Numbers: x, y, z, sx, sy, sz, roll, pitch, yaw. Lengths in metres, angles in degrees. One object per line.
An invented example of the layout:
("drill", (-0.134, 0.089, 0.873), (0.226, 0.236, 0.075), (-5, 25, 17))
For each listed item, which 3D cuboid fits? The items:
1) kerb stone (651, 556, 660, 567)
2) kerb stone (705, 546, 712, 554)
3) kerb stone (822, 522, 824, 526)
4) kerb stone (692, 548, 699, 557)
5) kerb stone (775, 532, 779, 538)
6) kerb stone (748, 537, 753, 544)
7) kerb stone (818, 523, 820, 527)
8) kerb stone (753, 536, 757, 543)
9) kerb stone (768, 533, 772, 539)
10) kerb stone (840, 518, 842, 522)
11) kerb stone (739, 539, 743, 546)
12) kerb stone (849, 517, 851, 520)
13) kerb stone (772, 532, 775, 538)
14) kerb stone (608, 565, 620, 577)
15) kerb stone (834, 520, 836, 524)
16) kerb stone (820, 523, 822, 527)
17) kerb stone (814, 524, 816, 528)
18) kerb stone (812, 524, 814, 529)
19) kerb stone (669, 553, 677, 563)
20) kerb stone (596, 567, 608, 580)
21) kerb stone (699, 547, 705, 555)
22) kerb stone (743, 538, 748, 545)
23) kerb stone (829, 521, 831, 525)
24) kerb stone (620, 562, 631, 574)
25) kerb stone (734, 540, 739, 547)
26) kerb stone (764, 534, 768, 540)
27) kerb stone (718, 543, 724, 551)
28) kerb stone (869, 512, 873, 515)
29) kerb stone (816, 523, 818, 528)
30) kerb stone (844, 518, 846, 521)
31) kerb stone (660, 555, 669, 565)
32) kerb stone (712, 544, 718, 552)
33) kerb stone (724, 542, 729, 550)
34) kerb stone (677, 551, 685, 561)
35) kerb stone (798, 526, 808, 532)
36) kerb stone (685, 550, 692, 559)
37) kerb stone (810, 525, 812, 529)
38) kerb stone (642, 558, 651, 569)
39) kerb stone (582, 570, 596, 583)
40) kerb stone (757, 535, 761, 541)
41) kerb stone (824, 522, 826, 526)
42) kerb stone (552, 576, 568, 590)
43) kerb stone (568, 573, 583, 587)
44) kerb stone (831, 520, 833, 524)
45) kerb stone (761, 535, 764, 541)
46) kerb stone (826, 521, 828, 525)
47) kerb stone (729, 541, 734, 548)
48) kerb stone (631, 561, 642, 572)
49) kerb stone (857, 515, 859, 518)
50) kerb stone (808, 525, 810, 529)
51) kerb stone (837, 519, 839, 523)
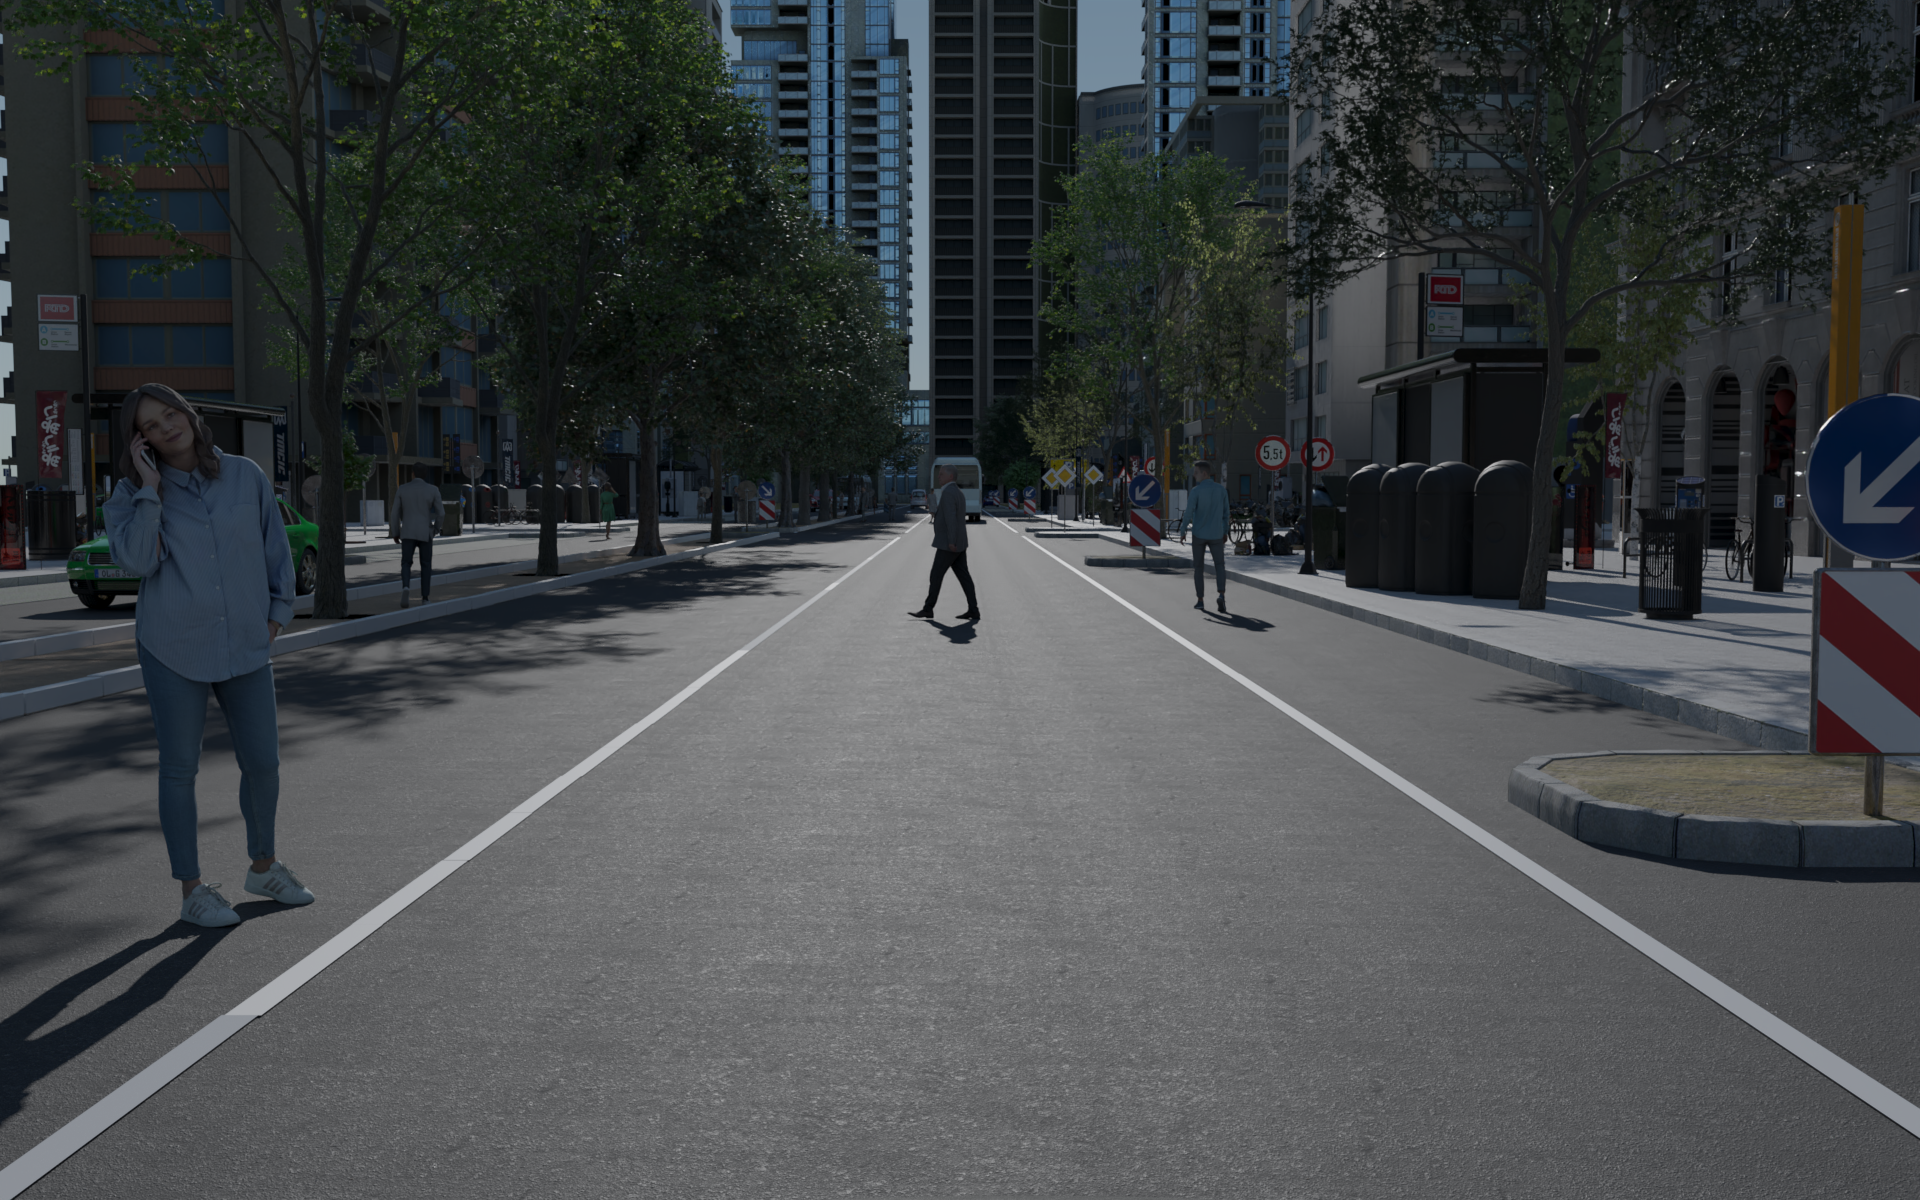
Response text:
("kerb stone", (-6.133, -0.738, 34.267), (0.120, 0.150, 1.000), (0, 3, 0))
("kerb stone", (-6.134, -1.177, 41.445), (0.120, 0.150, 1.000), (0, 3, 0))
("kerb stone", (-6.166, -3.279, 75.815), (0.120, 0.150, 1.000), (0, 3, 0))
("kerb stone", (-6.132, -1.052, 39.399), (0.120, 0.150, 1.000), (0, 3, 0))
("kerb stone", (-6.146, -2.117, 56.809), (0.120, 0.150, 1.000), (0, 3, 0))
("kerb stone", (-6.140, -1.679, 49.651), (0.120, 0.150, 1.000), (0, 3, 0))
("kerb stone", (-6.165, -3.153, 73.750), (0.120, 0.150, 1.000), (0, 3, 0))
("kerb stone", (-6.142, -1.739, 50.673), (0.120, 0.150, 1.000), (0, 3, 0))
("kerb stone", (-6.150, -1.990, 54.765), (0.120, 0.150, 1.000), (0, 3, 0))
("kerb stone", (-6.174, -3.970, 87.097), (0.120, 0.150, 1.000), (0, 3, 0))
("kerb stone", (-6.145, -1.554, 47.605), (0.120, 0.150, 1.000), (0, 3, 0))
("kerb stone", (-6.177, -4.408, 94.269), (0.120, 0.150, 1.000), (0, 3, 0))
("kerb stone", (-6.143, -2.055, 55.787), (0.120, 0.150, 1.000), (0, 3, 0))
("kerb stone", (-6.125, -0.486, 30.179), (0.120, 0.150, 1.000), (0, 3, 0))
("kerb stone", (-6.166, -3.718, 82.988), (0.120, 0.150, 1.000), (0, 3, 0))
("kerb stone", (-6.160, -3.214, 74.785), (0.120, 0.150, 1.000), (0, 3, 0))
("kerb stone", (-6.154, -3.025, 71.698), (0.120, 0.150, 1.000), (0, 3, 0))
("kerb stone", (-6.164, -2.964, 70.675), (0.120, 0.150, 1.000), (0, 3, 0))
("kerb stone", (-6.133, -0.861, 36.316), (0.120, 0.150, 1.000), (0, 3, 0))
("kerb stone", (-6.127, -0.422, 29.153), (0.120, 0.150, 1.000), (0, 3, 0))
("kerb stone", (-6.138, -1.110, 40.421), (0.120, 0.150, 1.000), (0, 3, 0))
("kerb stone", (-6.143, -1.616, 48.629), (0.120, 0.150, 1.000), (0, 3, 0))
("kerb stone", (-6.166, -3.530, 79.910), (0.120, 0.150, 1.000), (0, 3, 0))
("kerb stone", (-6.122, -0.546, 31.201), (0.120, 0.150, 1.000), (0, 3, 0))
("kerb stone", (-6.143, -1.490, 46.584), (0.120, 0.150, 1.000), (0, 3, 0))
("kerb stone", (-6.148, -1.927, 53.743), (0.120, 0.150, 1.000), (0, 3, 0))
("kerb stone", (-6.133, -1.304, 43.509), (0.120, 0.150, 1.000), (0, 3, 0))
("kerb stone", (-6.193, -5.851, 117.852), (0.120, 0.150, 1.000), (0, 3, 0))
("kerb stone", (-6.149, -3.088, 72.727), (0.120, 0.150, 1.000), (0, 3, 0))
("kerb stone", (-6.176, -4.151, 90.175), (0.120, 0.150, 1.000), (0, 3, 0))
("kerb stone", (-6.129, -0.798, 35.289), (0.120, 0.150, 1.000), (0, 3, 0))
("kerb stone", (-6.137, -1.241, 42.487), (0.120, 0.150, 1.000), (0, 3, 0))
("kerb stone", (-6.135, -1.365, 44.531), (0.120, 0.150, 1.000), (0, 3, 0))
("kerb stone", (-6.132, -0.927, 37.348), (0.120, 0.150, 1.000), (0, 3, 0))
("kerb stone", (-6.152, -2.777, 67.599), (0.120, 0.150, 1.000), (0, 3, 0))
("kerb stone", (-6.125, -0.984, 38.371), (0.120, 0.150, 1.000), (0, 3, 0))
("kerb stone", (-6.164, -2.902, 69.647), (0.120, 0.150, 1.000), (0, 3, 0))
("kerb stone", (-6.126, -0.665, 33.246), (0.120, 0.150, 1.000), (0, 3, 0))
("kerb stone", (-6.119, -0.363, 28.131), (0.120, 0.150, 1.000), (0, 3, 0))
("kerb stone", (-6.138, -1.804, 51.695), (0.120, 0.150, 1.000), (0, 3, 0))
("kerb stone", (-6.165, -3.342, 76.838), (0.120, 0.150, 1.000), (0, 3, 0))
("kerb stone", (-6.120, -0.237, 26.076), (0.120, 0.150, 1.000), (0, 3, 0))
("kerb stone", (-6.115, -0.300, 27.097), (0.120, 0.150, 1.000), (0, 3, 0))
("kerb stone", (-6.169, -3.593, 80.941), (0.120, 0.150, 1.000), (0, 3, 0))
("kerb stone", (-6.149, -1.867, 52.720), (0.120, 0.150, 1.000), (0, 3, 0))
("kerb stone", (-6.158, -3.398, 77.861), (0.120, 0.150, 1.000), (0, 3, 0))
("kerb stone", (-6.137, -1.418, 45.562), (0.120, 0.150, 1.000), (0, 3, 0))
("kerb stone", (-6.125, -0.613, 32.223), (0.120, 0.150, 1.000), (0, 3, 0))
("kerb stone", (-6.185, -4.909, 102.458), (0.120, 0.150, 1.000), (0, 3, 0))
("kerb stone", (-6.160, -2.835, 68.623), (0.120, 0.150, 1.000), (0, 3, 0))
("kerb stone", (-6.169, -3.844, 85.045), (0.120, 0.150, 1.000), (0, 3, 0))
